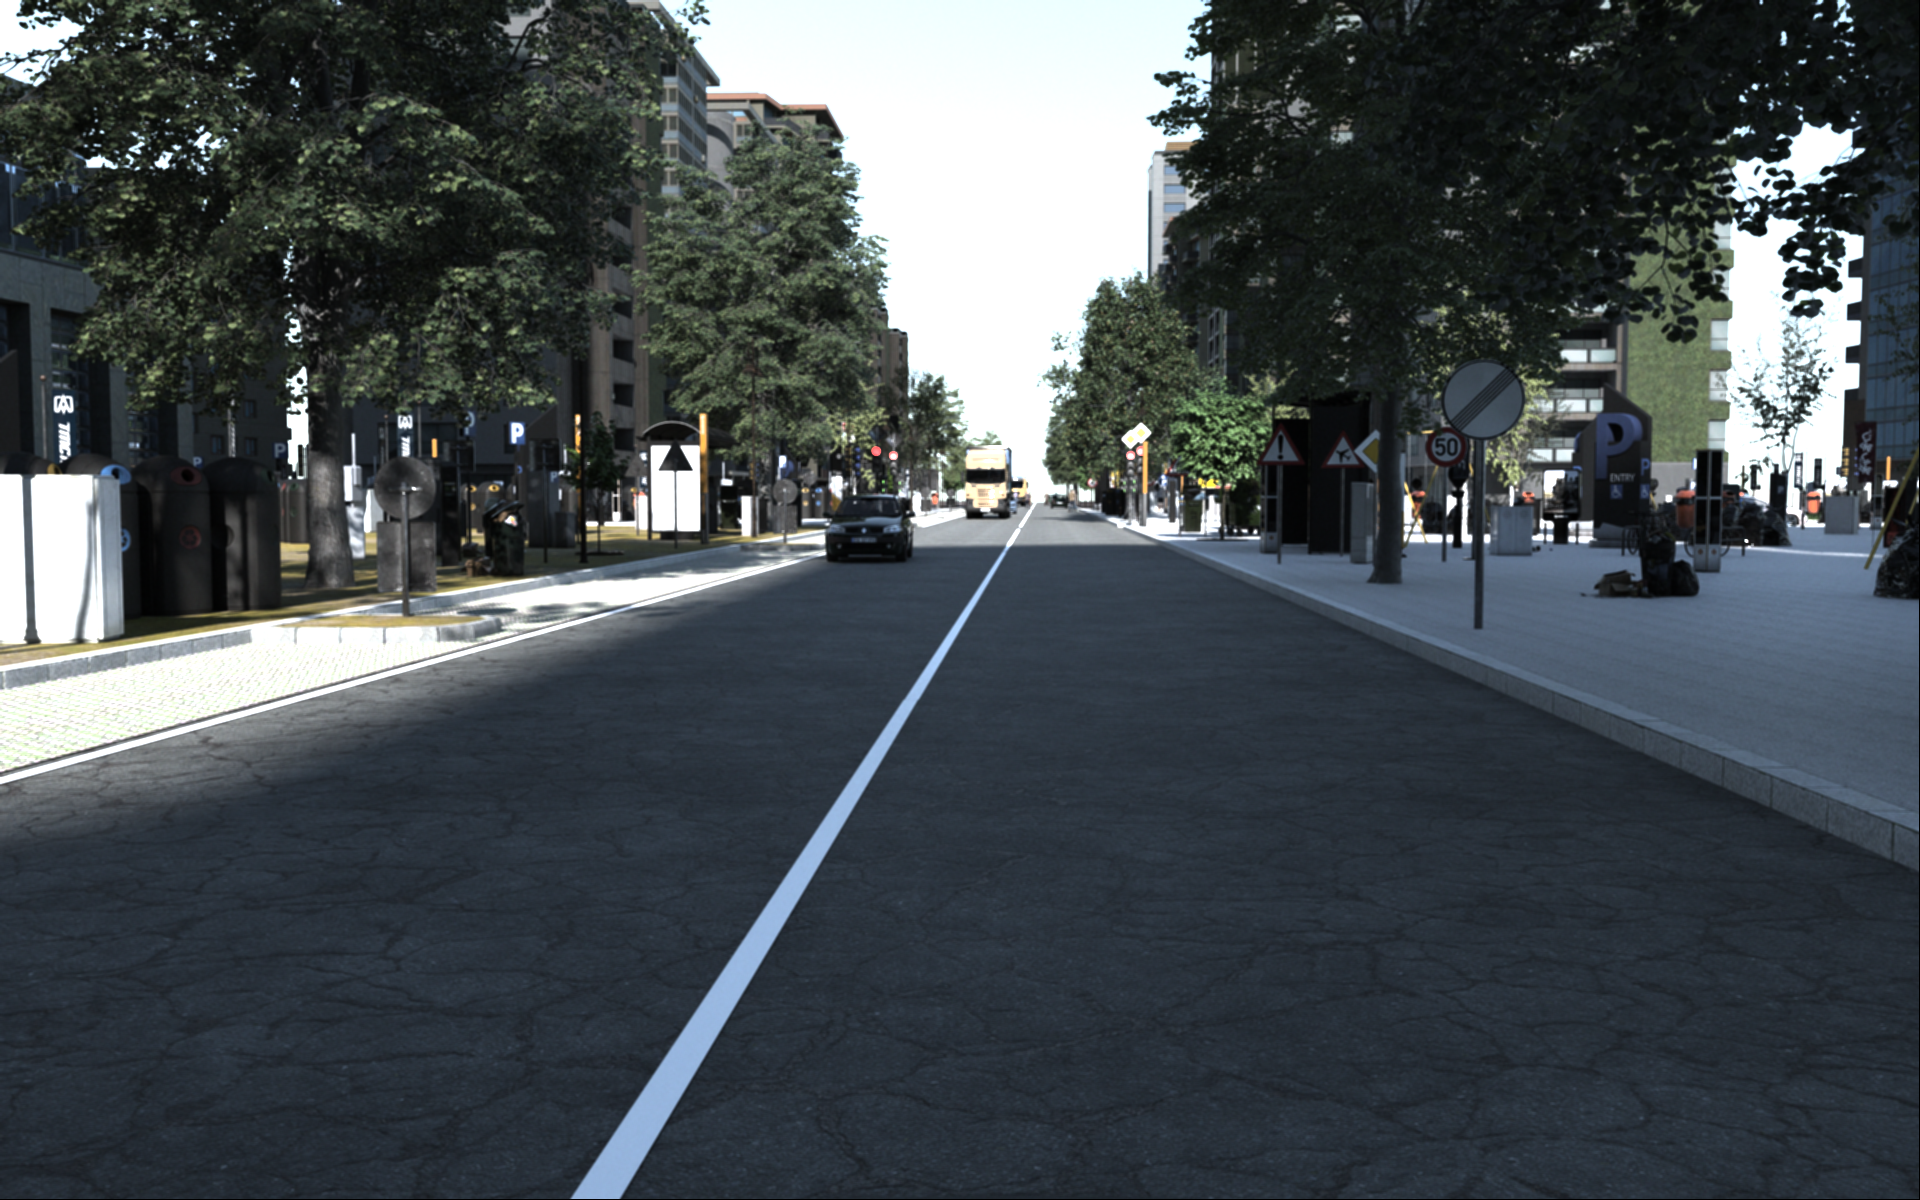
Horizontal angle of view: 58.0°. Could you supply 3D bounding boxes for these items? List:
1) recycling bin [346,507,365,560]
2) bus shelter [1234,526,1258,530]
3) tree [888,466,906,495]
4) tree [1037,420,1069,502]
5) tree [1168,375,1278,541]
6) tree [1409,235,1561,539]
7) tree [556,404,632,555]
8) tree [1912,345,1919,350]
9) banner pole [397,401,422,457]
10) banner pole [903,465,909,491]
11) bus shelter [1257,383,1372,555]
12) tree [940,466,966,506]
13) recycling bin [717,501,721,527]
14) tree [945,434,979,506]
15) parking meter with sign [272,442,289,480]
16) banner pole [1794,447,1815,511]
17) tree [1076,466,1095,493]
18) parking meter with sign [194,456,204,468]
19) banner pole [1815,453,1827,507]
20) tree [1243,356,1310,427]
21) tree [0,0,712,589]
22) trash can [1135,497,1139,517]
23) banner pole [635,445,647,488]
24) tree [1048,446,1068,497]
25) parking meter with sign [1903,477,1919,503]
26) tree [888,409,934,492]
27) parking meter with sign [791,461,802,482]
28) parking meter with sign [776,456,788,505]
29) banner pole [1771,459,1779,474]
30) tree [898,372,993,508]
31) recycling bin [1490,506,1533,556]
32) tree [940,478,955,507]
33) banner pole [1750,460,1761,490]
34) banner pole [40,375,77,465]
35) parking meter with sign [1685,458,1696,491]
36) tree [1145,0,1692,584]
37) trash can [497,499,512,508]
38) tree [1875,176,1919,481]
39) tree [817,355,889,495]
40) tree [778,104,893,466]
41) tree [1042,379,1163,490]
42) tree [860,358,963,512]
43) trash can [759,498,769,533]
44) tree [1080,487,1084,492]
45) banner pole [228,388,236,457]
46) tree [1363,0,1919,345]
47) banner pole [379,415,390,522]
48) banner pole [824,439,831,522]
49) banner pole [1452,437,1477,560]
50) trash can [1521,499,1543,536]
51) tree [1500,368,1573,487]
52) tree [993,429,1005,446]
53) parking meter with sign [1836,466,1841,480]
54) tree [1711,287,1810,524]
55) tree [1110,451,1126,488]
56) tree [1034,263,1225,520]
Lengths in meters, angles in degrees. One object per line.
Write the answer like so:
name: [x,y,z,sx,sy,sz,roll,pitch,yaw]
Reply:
recycling bin: [-12.190,-1.315,34.048,0.722,1.027,0.722,3,5,44]
bus shelter: [10.272,-4.016,59.581,2.014,3.302,5.546,0,4,3]
tree: [-4.387,-6.882,107.115,1.663,3.219,1.824,0,3,0]
tree: [17.705,-22.843,283.852,12.009,13.543,11.850,0,3,0]
tree: [7.234,-3.925,47.884,4.285,4.588,4.351,0,3,0]
tree: [14.425,-6.030,48.955,4.737,8.622,4.395,0,3,0]
tree: [-7.593,-2.580,36.789,1.663,3.219,1.824,0,3,0]
tree: [31.879,-8.077,50.194,7.486,12.596,7.792,0,3,0]
banner pole: [-14.495,-3.413,45.814,0.863,3.779,0.401,-3,5,-41]
banner pole: [-4.585,-9.661,147.972,0.863,3.779,0.401,1,4,20]
bus shelter: [8.062,-2.967,39.786,1.731,3.624,6.357,0,4,3]
tree: [-0.567,-12.106,181.639,4.285,4.588,4.351,0,3,0]
recycling bin: [-9.132,-3.377,67.774,0.722,1.027,0.722,0,3,0]
tree: [-0.032,-14.455,186.698,4.737,8.622,4.395,0,3,0]
parking meter with sign: [-22.954,-3.752,57.605,0.543,3.016,1.738,0,4,4]
banner pole: [44.706,-6.239,92.017,0.401,3.779,0.863,-3,5,-43]
tree: [11.996,-10.634,157.585,4.285,4.588,4.351,0,3,0]
parking meter with sign: [-35.406,-5.191,81.126,0.543,3.016,1.738,0,4,-5]
banner pole: [52.515,-7.075,105.686,0.863,3.779,0.401,1,4,22]
tree: [16.459,-8.534,89.894,4.737,8.622,4.395,0,3,0]
tree: [-8.563,-7.143,23.437,9.857,13.997,8.962,0,3,0]
trash can: [9.483,-5.037,94.016,0.748,1.137,0.748,0,3,0]
banner pole: [-16.141,-5.973,87.681,0.863,3.779,0.401,-1,4,-10]
tree: [18.621,-22.779,298.190,9.928,11.665,9.643,0,3,0]
parking meter with sign: [69.681,-7.982,126.771,1.738,3.016,0.543,0,4,-8]
tree: [-3.527,-11.388,136.558,4.360,8.622,3.978,0,3,0]
parking meter with sign: [-9.325,-5.866,92.175,1.738,3.016,0.543,-1,4,-12]
parking meter with sign: [-8.613,-5.006,78.103,1.738,3.016,0.543,-3,5,-43]
banner pole: [58.348,-8.204,124.147,0.401,3.779,0.863,-2,4,-27]
tree: [-2.466,-14.896,161.682,7.486,12.596,7.792,0,3,0]
recycling bin: [11.589,-1.460,36.417,0.722,1.027,0.722,0,4,3]
tree: [-1.121,-11.161,177.081,1.663,3.219,1.824,0,3,0]
banner pole: [58.165,-8.352,126.568,0.863,3.779,0.401,3,4,39]
banner pole: [-19.036,-2.845,36.537,0.863,3.779,0.401,-1,4,-8]
parking meter with sign: [35.840,-5.415,84.791,0.543,3.016,1.738,0,4,5]
tree: [6.362,-6.537,25.008,7.486,12.596,7.792,0,3,0]
trash can: [-31.096,-6.481,117.618,0.748,1.137,0.748,0,3,0]
tree: [21.606,-5.319,37.332,4.360,8.622,3.978,0,3,0]
tree: [-5.373,-8.341,86.742,4.737,8.622,4.395,0,3,0]
tree: [-6.659,-9.281,58.398,9.857,13.997,8.962,0,3,0]
tree: [10.710,-11.399,120.793,7.601,10.594,8.767,2,4,24]
tree: [-3.575,-11.341,119.830,8.767,10.594,7.601,2,4,34]
trash can: [-6.651,-2.778,57.070,0.748,1.137,0.748,0,3,0]
tree: [13.875,-13.892,177.499,4.360,8.622,3.978,0,3,0]
banner pole: [-14.582,-2.735,34.730,0.401,3.779,0.863,-2,4,-31]
tree: [6.125,-6.279,9.319,9.857,13.997,8.962,0,3,0]
banner pole: [-18.130,-3.949,54.582,0.401,3.779,0.863,0,4,4]
banner pole: [-6.021,-5.472,79.485,0.401,3.779,0.863,0,3,0]
banner pole: [9.936,-2.686,33.932,0.401,3.779,0.863,-2,4,-24]
trash can: [17.556,-2.549,53.333,0.748,1.137,0.748,0,3,0]
tree: [27.310,-8.194,84.333,4.360,8.622,3.978,0,3,0]
tree: [5.221,-23.411,300.890,7.486,12.596,7.792,0,3,0]
parking meter with sign: [55.502,-6.864,108.482,0.543,3.016,1.738,0,4,2]
tree: [28.408,-6.685,59.667,4.360,8.622,3.978,0,3,0]
tree: [11.543,-10.881,128.271,4.737,8.622,4.395,0,3,0]
tree: [8.534,-10.363,86.444,9.611,12.733,9.660,0,3,0]
